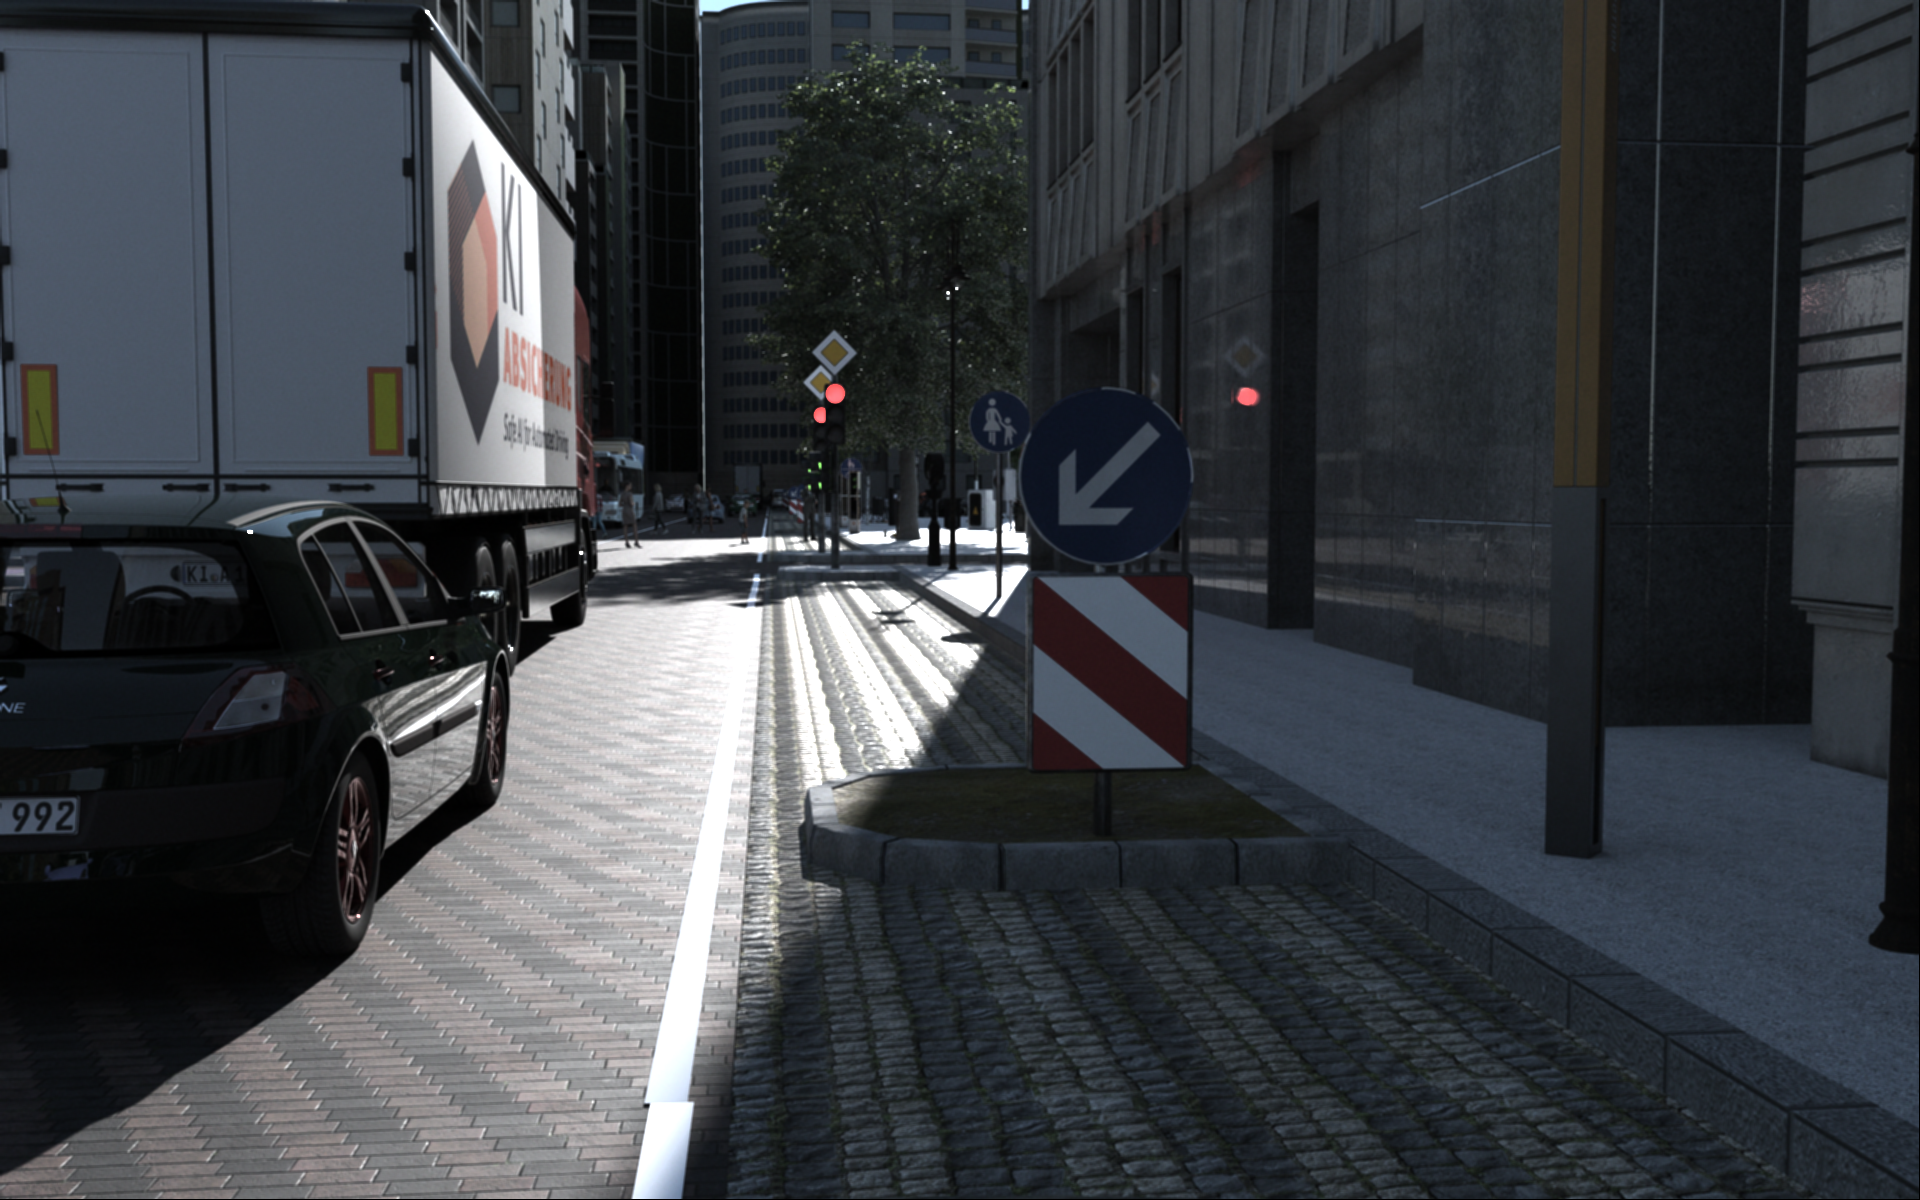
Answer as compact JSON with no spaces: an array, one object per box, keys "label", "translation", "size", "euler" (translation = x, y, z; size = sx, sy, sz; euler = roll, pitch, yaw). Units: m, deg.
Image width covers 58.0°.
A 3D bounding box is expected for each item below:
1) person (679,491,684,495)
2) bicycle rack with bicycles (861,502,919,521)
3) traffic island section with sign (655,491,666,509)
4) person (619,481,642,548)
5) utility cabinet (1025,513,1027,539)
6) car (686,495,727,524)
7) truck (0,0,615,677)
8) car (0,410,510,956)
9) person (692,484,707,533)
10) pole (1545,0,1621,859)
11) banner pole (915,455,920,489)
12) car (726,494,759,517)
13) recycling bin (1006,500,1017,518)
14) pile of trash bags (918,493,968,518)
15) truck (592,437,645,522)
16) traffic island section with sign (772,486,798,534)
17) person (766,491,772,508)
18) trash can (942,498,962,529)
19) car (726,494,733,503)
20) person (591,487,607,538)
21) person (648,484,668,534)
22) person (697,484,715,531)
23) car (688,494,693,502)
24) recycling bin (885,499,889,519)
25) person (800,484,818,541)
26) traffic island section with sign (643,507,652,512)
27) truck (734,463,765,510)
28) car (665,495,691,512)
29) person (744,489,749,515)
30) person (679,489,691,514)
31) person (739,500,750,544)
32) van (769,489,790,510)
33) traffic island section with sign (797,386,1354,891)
[{"label":"person","translation":[-24.822,-8.879,154.336],"size":[0.551,1.740,0.621],"euler":[-3,4,-36]},{"label":"bicycle rack with bicycles","translation":[-3.451,-4.265,83.108],"size":[2.852,0.926,2.925],"euler":[-2,4,-35]},{"label":"traffic island section with sign","translation":[-28.758,-9.597,165.534],"size":[1.989,1.847,2.006],"euler":[0,4,-6]},{"label":"person","translation":[-8.777,-2.279,46.097],"size":[0.599,1.781,0.374],"euler":[3,4,36]},{"label":"utility cabinet","translation":[2.368,-2.444,48.638],"size":[1.173,1.500,0.318],"euler":[-3,4,-38]},{"label":"car","translation":[-12.535,-4.499,85.556],"size":[2.014,1.417,4.499],"euler":[0,4,-7]},{"label":"truck","translation":[-4.885,-1.619,15.390],"size":[2.839,4.237,11.283],"euler":[0,4,-7]},{"label":"car","translation":[-2.859,0.190,6.687],"size":[2.009,1.686,4.222],"euler":[0,4,-6]},{"label":"person","translation":[-9.535,-3.341,63.303],"size":[0.537,1.800,0.526],"euler":[0,4,4]},{"label":"pole","translation":[2.193,-0.749,6.089],"size":[0.158,3.312,0.155],"euler":[0,3,0]},{"label":"banner pole","translation":[-2.679,-6.563,97.328],"size":[0.863,3.779,0.401],"euler":[-1,4,-12]},{"label":"car","translation":[-13.852,-6.023,110.269],"size":[2.131,1.459,4.920],"euler":[0,4,-6]},{"label":"recycling bin","translation":[2.868,-5.017,94.580],"size":[0.722,1.027,0.722],"euler":[0,4,-2]},{"label":"pile of trash bags","translation":[-0.726,-5.502,99.714],"size":[3.447,1.369,1.912],"euler":[-1,4,-21]},{"label":"truck","translation":[-17.593,-6.028,87.477],"size":[2.839,4.237,11.283],"euler":[0,4,-6]},{"label":"traffic island section with sign","translation":[-5.695,-3.296,62.514],"size":[1.989,1.847,2.006],"euler":[0,4,-6]},{"label":"person","translation":[-18.652,-9.914,171.420],"size":[1.217,1.723,0.721],"euler":[0,4,-2]},{"label":"trash can","translation":[-0.280,-3.145,63.077],"size":[0.748,1.137,0.748],"euler":[0,3,0]},{"label":"car","translation":[-22.267,-9.918,172.388],"size":[2.015,1.641,3.980],"euler":[0,4,-7]},{"label":"person","translation":[-11.880,-2.887,56.547],"size":[0.643,1.720,0.563],"euler":[3,5,41]},{"label":"person","translation":[-10.699,-3.218,61.304],"size":[0.728,1.800,0.709],"euler":[1,4,11]},{"label":"person","translation":[-9.607,-3.506,65.913],"size":[0.778,1.811,0.616],"euler":[-3,5,-40]},{"label":"car","translation":[-28.109,-10.500,181.901],"size":[2.015,1.641,3.980],"euler":[0,4,-4]},{"label":"recycling bin","translation":[-3.416,-4.751,90.232],"size":[0.722,1.027,0.722],"euler":[3,5,43]},{"label":"person","translation":[-4.548,-2.727,52.890],"size":[0.447,1.846,0.655],"euler":[3,5,40]},{"label":"traffic island section with sign","translation":[-25.778,-7.928,138.251],"size":[1.989,1.847,2.006],"euler":[0,4,-6]},{"label":"truck","translation":[-19.707,-10.571,161.757],"size":[2.839,4.237,11.283],"euler":[0,4,-5]},{"label":"car","translation":[-22.679,-7.772,139.440],"size":[2.083,1.381,4.827],"euler":[0,4,-6]},{"label":"person","translation":[-14.722,-6.704,118.554],"size":[0.568,1.767,0.683],"euler":[0,4,-8]},{"label":"person","translation":[-19.963,-7.191,126.089],"size":[1.348,1.823,0.705],"euler":[3,5,39]},{"label":"person","translation":[-6.179,-2.234,49.714],"size":[0.352,1.250,0.332],"euler":[1,4,19]},{"label":"van","translation":[-16.377,-9.228,157.886],"size":[2.013,2.044,4.112],"euler":[0,4,-6]},{"label":"traffic island section with sign","translation":[0.357,0.089,7.178],"size":[1.989,1.847,2.006],"euler":[0,4,-6]}]
